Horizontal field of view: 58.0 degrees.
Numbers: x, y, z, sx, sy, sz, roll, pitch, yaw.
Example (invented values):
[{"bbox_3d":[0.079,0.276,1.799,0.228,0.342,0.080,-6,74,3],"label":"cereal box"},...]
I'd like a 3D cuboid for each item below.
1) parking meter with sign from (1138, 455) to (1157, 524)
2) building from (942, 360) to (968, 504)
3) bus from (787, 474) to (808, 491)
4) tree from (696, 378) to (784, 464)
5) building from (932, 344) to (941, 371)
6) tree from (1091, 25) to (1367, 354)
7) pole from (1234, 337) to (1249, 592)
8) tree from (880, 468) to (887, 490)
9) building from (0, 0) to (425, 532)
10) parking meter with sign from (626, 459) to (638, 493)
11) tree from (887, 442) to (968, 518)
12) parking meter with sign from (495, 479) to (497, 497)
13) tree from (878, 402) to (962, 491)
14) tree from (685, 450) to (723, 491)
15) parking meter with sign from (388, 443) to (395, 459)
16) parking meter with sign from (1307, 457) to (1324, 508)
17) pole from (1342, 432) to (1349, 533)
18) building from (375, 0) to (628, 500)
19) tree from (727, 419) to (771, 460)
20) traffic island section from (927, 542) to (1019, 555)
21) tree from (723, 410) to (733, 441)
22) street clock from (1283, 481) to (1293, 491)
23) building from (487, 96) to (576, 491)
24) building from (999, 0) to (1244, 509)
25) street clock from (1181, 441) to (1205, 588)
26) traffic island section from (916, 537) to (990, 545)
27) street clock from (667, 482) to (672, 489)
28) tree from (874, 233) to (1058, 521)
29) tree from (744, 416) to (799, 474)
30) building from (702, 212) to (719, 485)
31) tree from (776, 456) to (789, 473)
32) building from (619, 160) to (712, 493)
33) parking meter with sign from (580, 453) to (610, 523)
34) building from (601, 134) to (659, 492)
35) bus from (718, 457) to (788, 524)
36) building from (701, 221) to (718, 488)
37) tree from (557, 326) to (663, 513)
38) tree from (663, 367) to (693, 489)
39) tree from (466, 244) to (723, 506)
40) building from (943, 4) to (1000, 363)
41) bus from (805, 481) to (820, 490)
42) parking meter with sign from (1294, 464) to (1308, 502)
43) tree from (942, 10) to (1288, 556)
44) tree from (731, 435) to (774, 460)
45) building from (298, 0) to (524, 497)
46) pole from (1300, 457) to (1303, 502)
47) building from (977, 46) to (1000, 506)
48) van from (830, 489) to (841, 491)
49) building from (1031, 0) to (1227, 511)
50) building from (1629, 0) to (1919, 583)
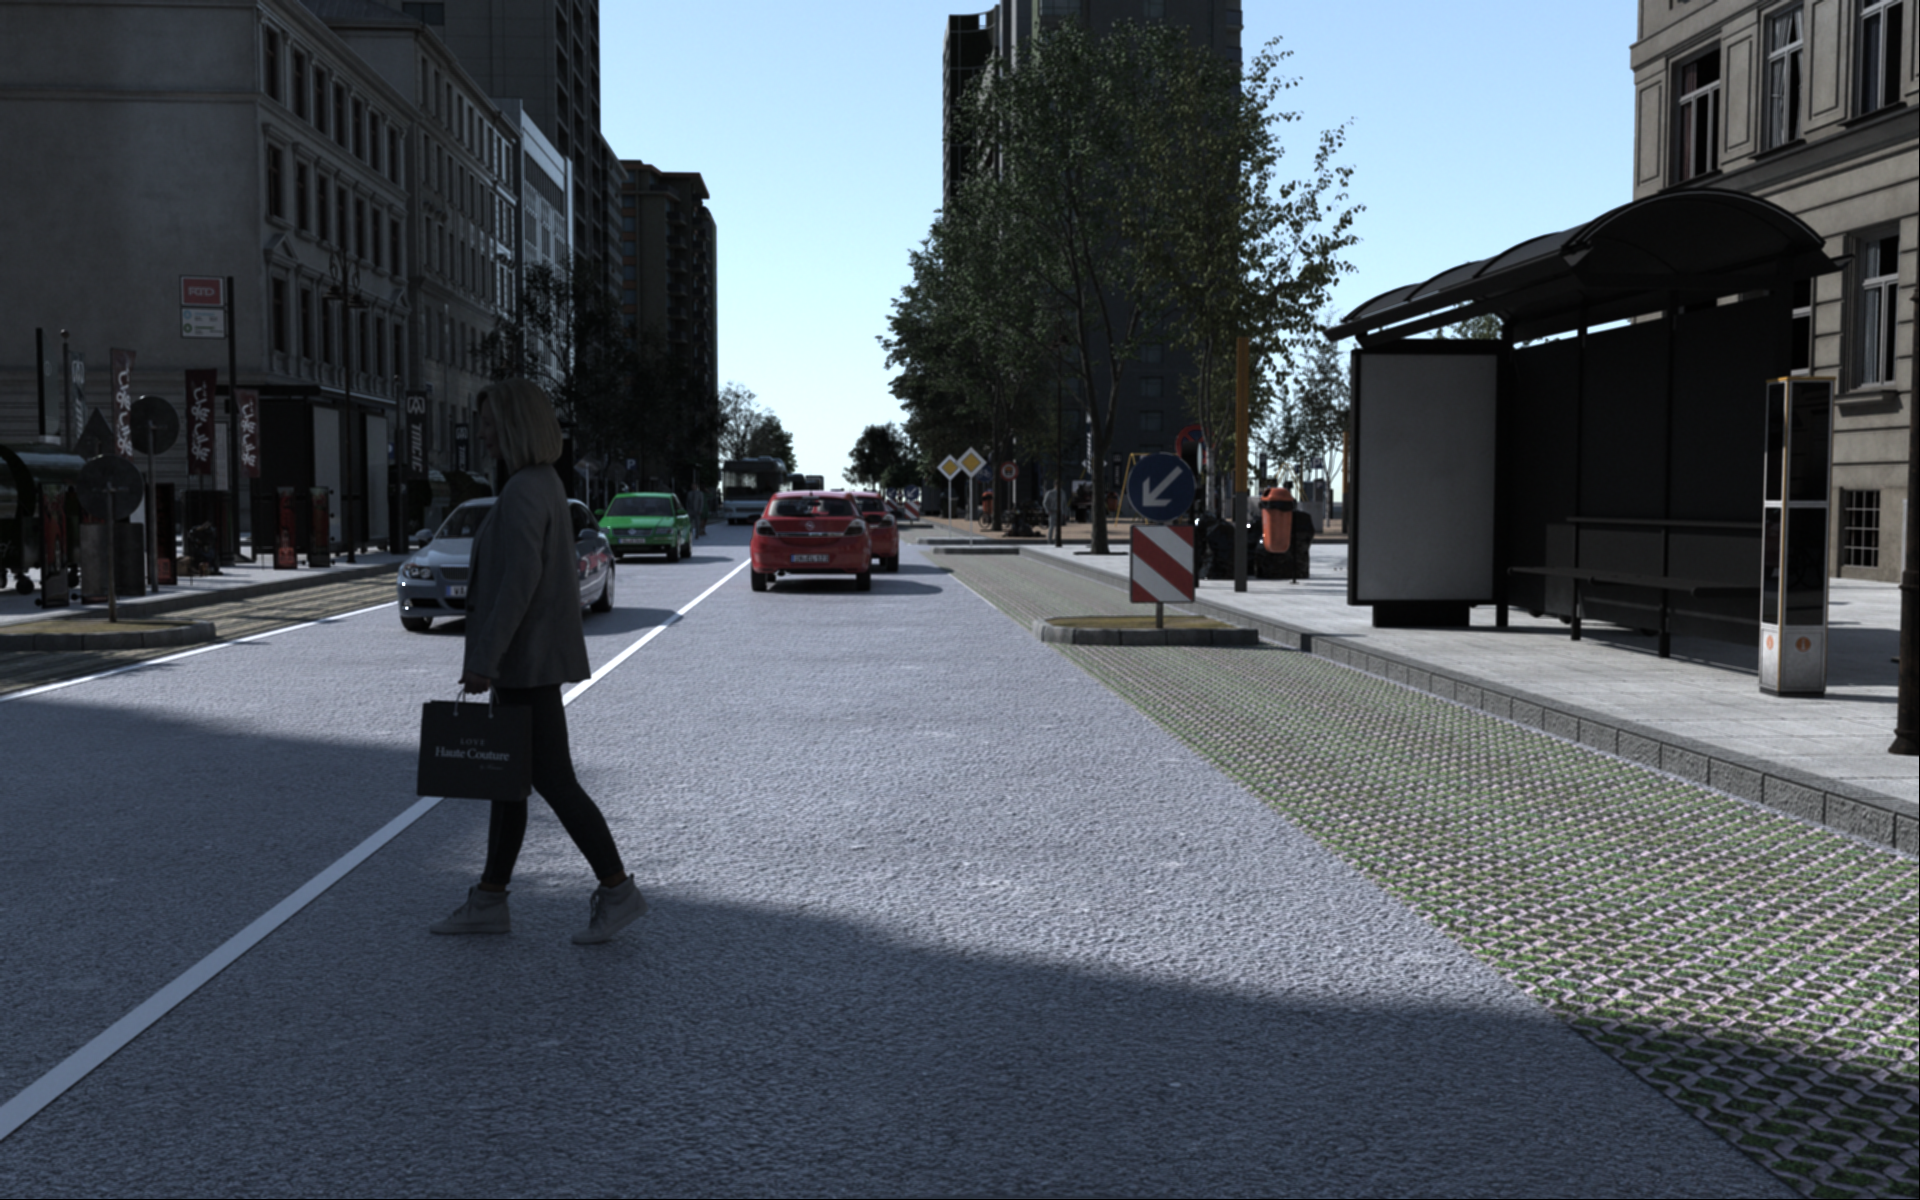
[{"bbox_3d":[8.199,-4.761,74.098,0.543,3.016,1.738,-1,4,-19],"label":"parking meter with sign"},{"bbox_3d":[11.789,-23.932,236.329,27.650,21.520,28.899,0,4,-4],"label":"building"},{"bbox_3d":[-14.749,-9.548,150.962,2.948,3.499,13.247,0,4,-5],"label":"bus"},{"bbox_3d":[-23.469,-16.709,183.559,12.009,13.543,11.850,0,3,0],"label":"tree"},{"bbox_3d":[2.059,-30.968,278.023,14.160,30.474,14.107,0,4,-4],"label":"building"},{"bbox_3d":[4.325,-4.753,28.071,4.737,8.622,4.395,0,3,0],"label":"tree"},{"bbox_3d":[3.685,-1.762,22.648,0.158,3.312,0.155,0,3,0],"label":"pole"},{"bbox_3d":[-3.570,-9.639,141.305,4.285,4.588,4.351,0,3,0],"label":"tree"},{"bbox_3d":[-28.920,-14.107,66.813,11.583,22.565,21.152,0,4,-4],"label":"building"},{"bbox_3d":[-16.247,-5.503,86.230,0.543,3.016,1.738,0,4,-3],"label":"parking meter with sign"},{"bbox_3d":[-0.841,-6.823,95.278,4.285,4.588,4.351,0,3,0],"label":"tree"},{"bbox_3d":[-23.777,-5.725,89.856,1.738,3.016,0.543,-1,4,-22],"label":"parking meter with sign"},{"bbox_3d":[-2.731,-10.749,126.110,4.737,8.622,4.395,0,3,0],"label":"tree"},{"bbox_3d":[-19.233,-8.920,129.561,4.285,4.588,4.351,0,3,0],"label":"tree"},{"bbox_3d":[-19.547,-3.877,59.651,0.543,3.016,1.738,0,4,-6],"label":"parking meter with sign"},{"bbox_3d":[16.846,-5.212,81.470,0.543,3.016,1.738,0,4,6],"label":"parking meter with sign"},{"bbox_3d":[12.637,-3.849,56.772,0.158,3.312,0.155,0,3,0],"label":"pole"},{"bbox_3d":[-40.310,-43.668,152.223,20.563,71.187,20.611,0,4,-4],"label":"building"},{"bbox_3d":[-21.064,-13.492,170.959,4.360,8.622,3.978,0,3,0],"label":"tree"},{"bbox_3d":[0.314,-1.222,42.263,2.009,0.180,2.903,0,4,-4],"label":"traffic island section"},{"bbox_3d":[-17.986,-10.663,108.751,8.767,10.594,7.601,1,4,11],"label":"tree"},{"bbox_3d":[18.208,-5.603,96.184,0.358,2.002,0.471,-3,5,-43],"label":"street clock"},{"bbox_3d":[-32.752,-18.040,112.972,12.078,24.808,19.932,0,4,-4],"label":"building"},{"bbox_3d":[14.064,-37.570,156.271,21.231,58.520,28.212,0,4,-4],"label":"building"},{"bbox_3d":[3.175,-1.172,23.726,0.358,2.002,0.471,1,4,17],"label":"street clock"},{"bbox_3d":[-0.247,-1.709,50.229,2.009,0.180,2.903,0,4,-4],"label":"traffic island section"},{"bbox_3d":[-17.401,-6.036,103.261,0.471,2.002,0.358,-3,5,-40],"label":"street clock"},{"bbox_3d":[0.584,-10.805,83.319,9.857,13.997,8.962,0,3,0],"label":"tree"},{"bbox_3d":[-27.549,-20.303,250.087,7.486,12.596,7.792,0,3,0],"label":"tree"},{"bbox_3d":[-44.623,-37.662,265.877,14.600,45.320,14.200,0,4,-4],"label":"building"},{"bbox_3d":[-28.604,-19.428,268.007,4.737,8.622,4.395,0,3,0],"label":"tree"},{"bbox_3d":[-44.594,-35.144,229.224,22.147,44.769,28.867,0,4,-4],"label":"building"},{"bbox_3d":[-15.670,-4.700,73.100,1.738,3.016,0.543,-2,4,-27],"label":"parking meter with sign"},{"bbox_3d":[-47.200,-29.549,175.000,32.217,40.220,23.993,0,4,-4],"label":"building"},{"bbox_3d":[-9.917,-5.484,84.527,2.948,3.499,13.247,0,4,-4],"label":"bus"},{"bbox_3d":[-42.994,-34.752,251.781,14.154,41.232,14.086,0,4,-4],"label":"building"},{"bbox_3d":[-15.688,-7.701,76.270,4.360,8.622,3.978,0,3,0],"label":"tree"},{"bbox_3d":[-15.918,-8.649,91.777,4.360,8.622,3.978,0,3,0],"label":"tree"},{"bbox_3d":[-13.869,-7.935,64.157,8.767,10.594,7.601,-1,4,-17],"label":"tree"},{"bbox_3d":[6.049,-50.211,259.205,20.563,71.187,20.611,0,4,-4],"label":"building"},{"bbox_3d":[-20.566,-14.695,235.128,2.948,3.499,13.247,0,4,-6],"label":"bus"},{"bbox_3d":[20.555,-6.462,101.909,1.738,3.016,0.543,-1,4,-15],"label":"parking meter with sign"},{"bbox_3d":[3.048,-6.775,36.524,9.928,11.665,9.643,0,3,0],"label":"tree"},{"bbox_3d":[-24.114,-15.140,197.895,4.737,8.622,4.395,0,3,0],"label":"tree"},{"bbox_3d":[-31.096,-17.917,90.202,12.463,27.353,25.104,0,4,-4],"label":"building"},{"bbox_3d":[18.986,-6.266,96.294,0.158,3.312,0.155,0,3,0],"label":"pole"},{"bbox_3d":[13.249,-34.133,181.774,21.300,48.544,21.600,0,4,-4],"label":"building"},{"bbox_3d":[-15.885,-13.390,223.310,2.240,2.365,5.245,0,4,-5],"label":"van"},{"bbox_3d":[12.341,-27.593,134.742,14.154,41.232,14.086,0,4,-4],"label":"building"},{"bbox_3d":[21.113,-11.376,19.277,16.112,22.955,30.059,0,4,-4],"label":"building"}]
